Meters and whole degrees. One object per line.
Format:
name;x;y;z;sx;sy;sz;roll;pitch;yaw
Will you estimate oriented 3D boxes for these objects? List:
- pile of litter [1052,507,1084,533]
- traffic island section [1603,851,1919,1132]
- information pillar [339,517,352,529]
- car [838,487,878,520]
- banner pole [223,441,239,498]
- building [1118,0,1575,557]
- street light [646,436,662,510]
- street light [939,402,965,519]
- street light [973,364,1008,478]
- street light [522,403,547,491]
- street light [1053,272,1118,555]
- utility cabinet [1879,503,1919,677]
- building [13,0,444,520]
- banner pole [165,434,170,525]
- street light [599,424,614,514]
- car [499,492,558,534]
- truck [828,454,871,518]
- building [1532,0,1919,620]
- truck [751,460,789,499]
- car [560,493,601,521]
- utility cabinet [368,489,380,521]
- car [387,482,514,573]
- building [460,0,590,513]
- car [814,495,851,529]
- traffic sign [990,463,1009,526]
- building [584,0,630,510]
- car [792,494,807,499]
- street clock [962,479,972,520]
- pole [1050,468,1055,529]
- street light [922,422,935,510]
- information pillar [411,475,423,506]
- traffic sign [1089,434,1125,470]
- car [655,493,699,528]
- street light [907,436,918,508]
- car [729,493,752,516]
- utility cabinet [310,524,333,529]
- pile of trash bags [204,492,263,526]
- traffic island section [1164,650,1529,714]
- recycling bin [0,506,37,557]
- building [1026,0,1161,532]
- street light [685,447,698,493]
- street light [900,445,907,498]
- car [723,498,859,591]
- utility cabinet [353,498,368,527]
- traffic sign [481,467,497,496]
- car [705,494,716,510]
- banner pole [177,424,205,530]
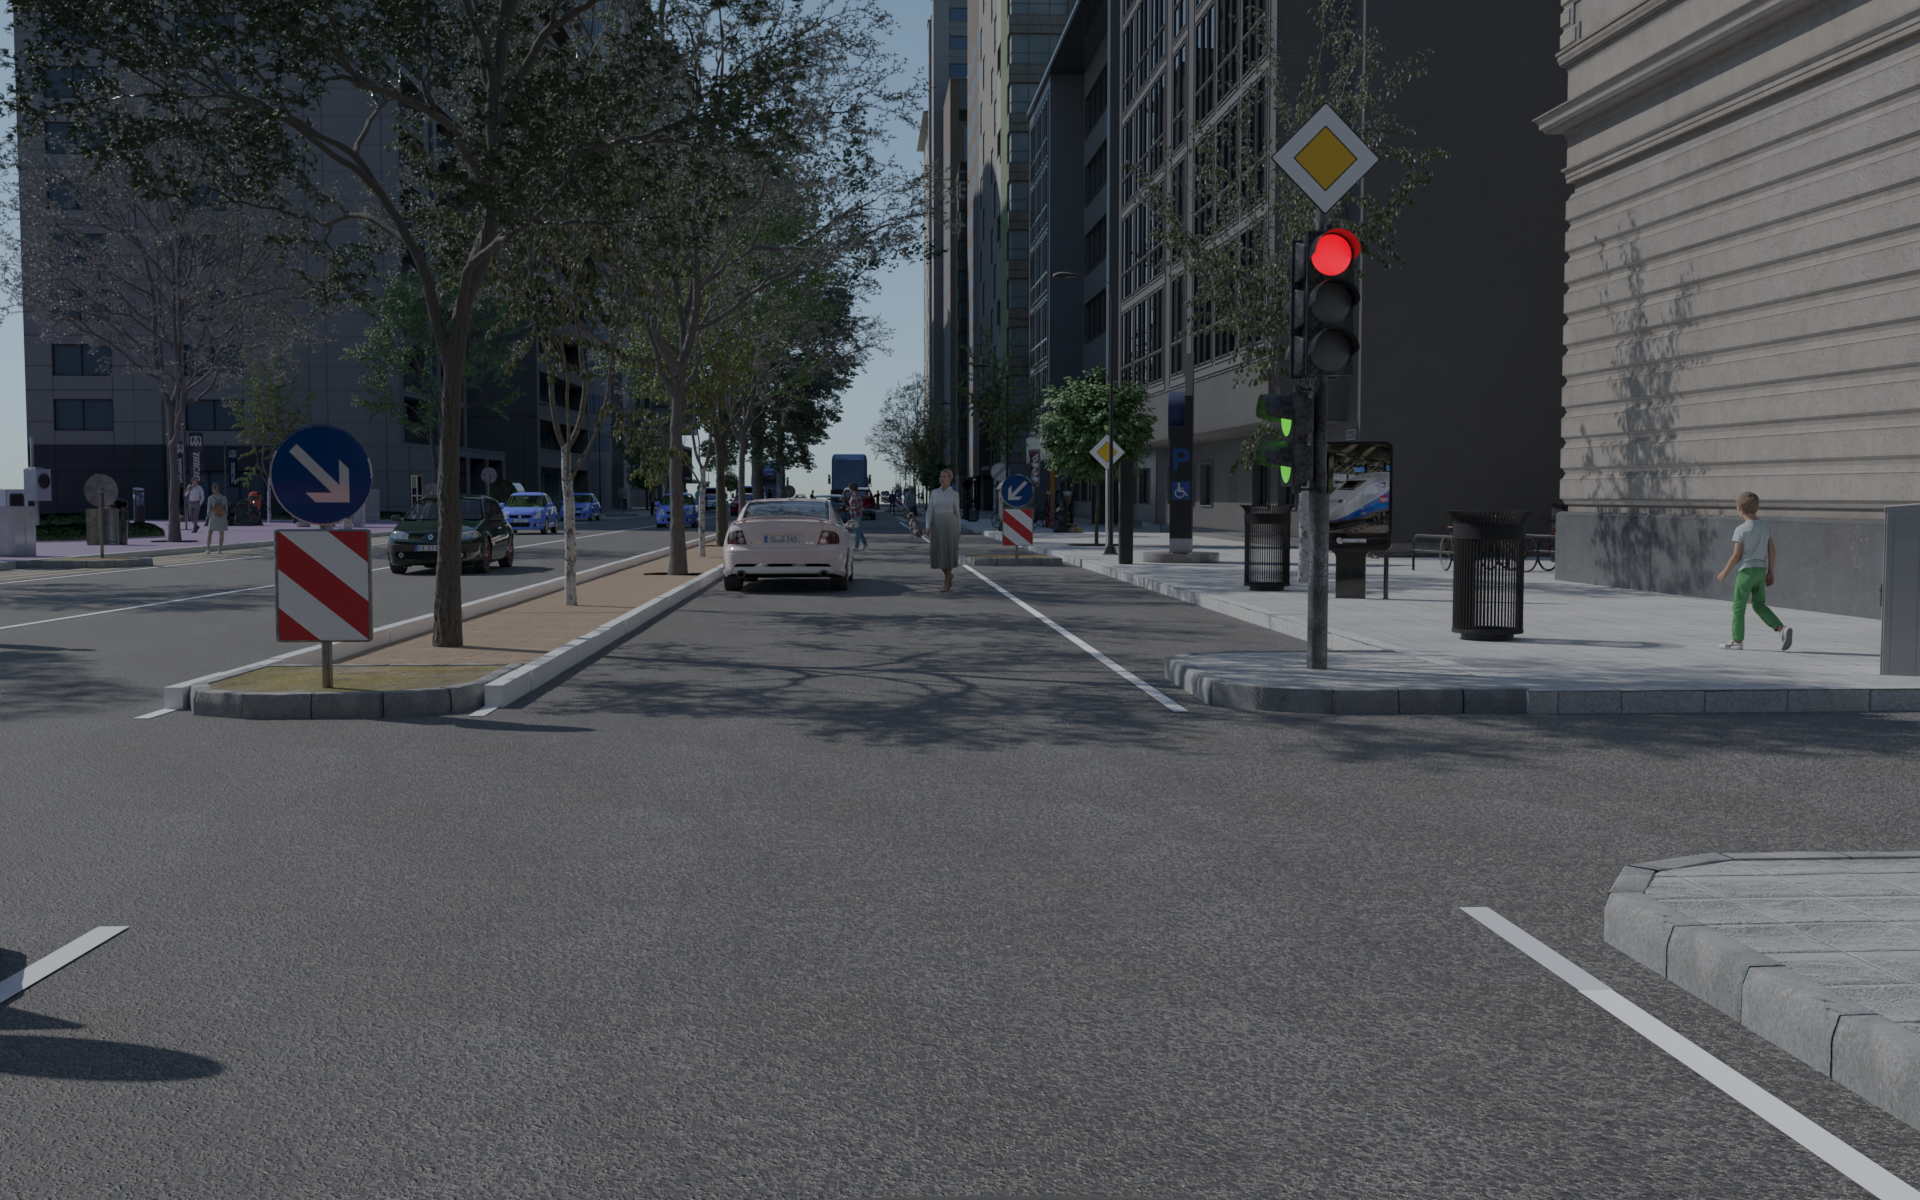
pile of litter;3.624;-2.691;57.971;1.176;0.858;1.719;1;4;23
traffic island section;3.112;1.072;4.754;2.009;0.180;2.903;0;4;-3
information pillar;-20.390;-3.239;57.449;0.304;2.012;0.304;3;4;39
car;-5.734;-5.393;96.847;2.281;1.827;5.304;0;4;-3
banner pole;-34.352;-5.597;81.531;0.401;3.779;0.863;2;4;35
building;12.843;-15.467;46.400;14.314;27.812;24.014;0;4;-3
street light;-24.685;-10.219;139.627;1.470;5.913;1.316;0;4;-3
street light;-0.333;-7.044;87.712;1.470;5.913;1.316;0;4;-3
street light;1.150;-5.478;62.099;1.470;5.913;1.316;0;4;-3
street light;-21.655;-7.064;88.045;1.470;5.913;1.316;0;4;-3
street light;2.644;-3.908;36.430;1.470;5.913;1.316;0;4;-3
utility cabinet;6.878;-0.090;12.627;0.306;1.237;1.020;2;4;28
building;-36.597;-40.141;94.551;20.563;71.187;20.611;0;4;-3
banner pole;-32.611;-5.012;71.957;0.863;3.779;0.401;-1;4;-18
street light;-23.166;-8.654;114.026;1.470;5.913;1.316;0;4;-3
car;-15.576;-3.233;62.457;1.945;1.707;3.694;0;4;-5
truck;-7.073;-7.385;110.505;2.967;4.110;18.799;0;4;-3
building;18.392;-11.748;20.958;19.941;23.489;11.050;0;4;-3
truck;-15.630;-9.448;144.235;2.967;4.110;18.799;0;4;-5
car;-20.276;-5.070;92.491;1.945;1.707;3.694;0;4;-3
utility cabinet;-27.418;-4.361;79.980;1.173;1.500;0.318;-1;4;-13
car;-9.525;-1.392;32.547;2.009;1.686;4.222;0;4;-5
building;-37.495;-30.128;116.292;21.300;48.544;21.600;0;4;-3
car;-5.435;-3.685;72.259;2.014;1.417;4.499;0;4;-3
traffic sign;1.621;-4.292;70.283;0.768;2.556;0.104;0;4;5
building;-39.579;-36.622;140.767;21.231;58.520;28.212;0;4;-3
car;-21.498;-13.652;232.998;2.009;1.686;4.222;0;4;-2
street clock;0.337;-4.883;84.415;0.471;2.002;0.358;-2;4;-26
pole;3.402;-4.262;63.531;0.158;3.312;0.155;0;3;0
street light;-1.705;-8.490;111.346;1.470;5.913;1.316;0;4;-3
information pillar;-21.256;-3.873;67.813;0.304;2.012;0.304;2;4;24
traffic sign;3.238;-2.339;37.969;0.795;2.593;0.064;0;4;1
car;-12.080;-3.960;74.335;1.945;1.707;3.694;0;4;-5
street light;-3.235;-10.100;137.682;1.470;5.913;1.316;0;4;-3
car;-14.143;-6.442;114.371;2.155;1.783;4.494;0;4;-2
utility cabinet;-20.510;-2.720;55.637;1.020;1.237;0.306;3;5;44
pile of trash bags;-29.281;-3.715;70.492;1.912;1.369;3.447;0;4;0
traffic island section;2.645;0.584;12.725;2.009;0.180;2.903;0;4;-3
recycling bin;-19.614;-1.418;35.734;0.722;1.027;0.722;0;4;8
building;11.261;-15.558;73.435;14.314;24.678;30.058;0;4;-3
street light;-26.620;-12.172;171.546;1.470;5.913;1.316;0;4;-3
street light;-4.707;-11.666;163.286;1.470;5.913;1.316;0;4;-3
car;-2.628;-0.901;27.089;2.083;1.381;4.827;0;4;-2
utility cabinet;-23.378;-3.588;67.335;0.318;1.500;1.173;-1;4;-11
traffic sign;-22.378;-5.026;82.283;0.768;2.556;0.104;0;4;1
car;-19.460;-7.558;135.374;2.131;1.459;4.920;0;4;-3
banner pole;-27.388;-4.388;61.764;0.863;3.779;0.401;-2;4;-30
